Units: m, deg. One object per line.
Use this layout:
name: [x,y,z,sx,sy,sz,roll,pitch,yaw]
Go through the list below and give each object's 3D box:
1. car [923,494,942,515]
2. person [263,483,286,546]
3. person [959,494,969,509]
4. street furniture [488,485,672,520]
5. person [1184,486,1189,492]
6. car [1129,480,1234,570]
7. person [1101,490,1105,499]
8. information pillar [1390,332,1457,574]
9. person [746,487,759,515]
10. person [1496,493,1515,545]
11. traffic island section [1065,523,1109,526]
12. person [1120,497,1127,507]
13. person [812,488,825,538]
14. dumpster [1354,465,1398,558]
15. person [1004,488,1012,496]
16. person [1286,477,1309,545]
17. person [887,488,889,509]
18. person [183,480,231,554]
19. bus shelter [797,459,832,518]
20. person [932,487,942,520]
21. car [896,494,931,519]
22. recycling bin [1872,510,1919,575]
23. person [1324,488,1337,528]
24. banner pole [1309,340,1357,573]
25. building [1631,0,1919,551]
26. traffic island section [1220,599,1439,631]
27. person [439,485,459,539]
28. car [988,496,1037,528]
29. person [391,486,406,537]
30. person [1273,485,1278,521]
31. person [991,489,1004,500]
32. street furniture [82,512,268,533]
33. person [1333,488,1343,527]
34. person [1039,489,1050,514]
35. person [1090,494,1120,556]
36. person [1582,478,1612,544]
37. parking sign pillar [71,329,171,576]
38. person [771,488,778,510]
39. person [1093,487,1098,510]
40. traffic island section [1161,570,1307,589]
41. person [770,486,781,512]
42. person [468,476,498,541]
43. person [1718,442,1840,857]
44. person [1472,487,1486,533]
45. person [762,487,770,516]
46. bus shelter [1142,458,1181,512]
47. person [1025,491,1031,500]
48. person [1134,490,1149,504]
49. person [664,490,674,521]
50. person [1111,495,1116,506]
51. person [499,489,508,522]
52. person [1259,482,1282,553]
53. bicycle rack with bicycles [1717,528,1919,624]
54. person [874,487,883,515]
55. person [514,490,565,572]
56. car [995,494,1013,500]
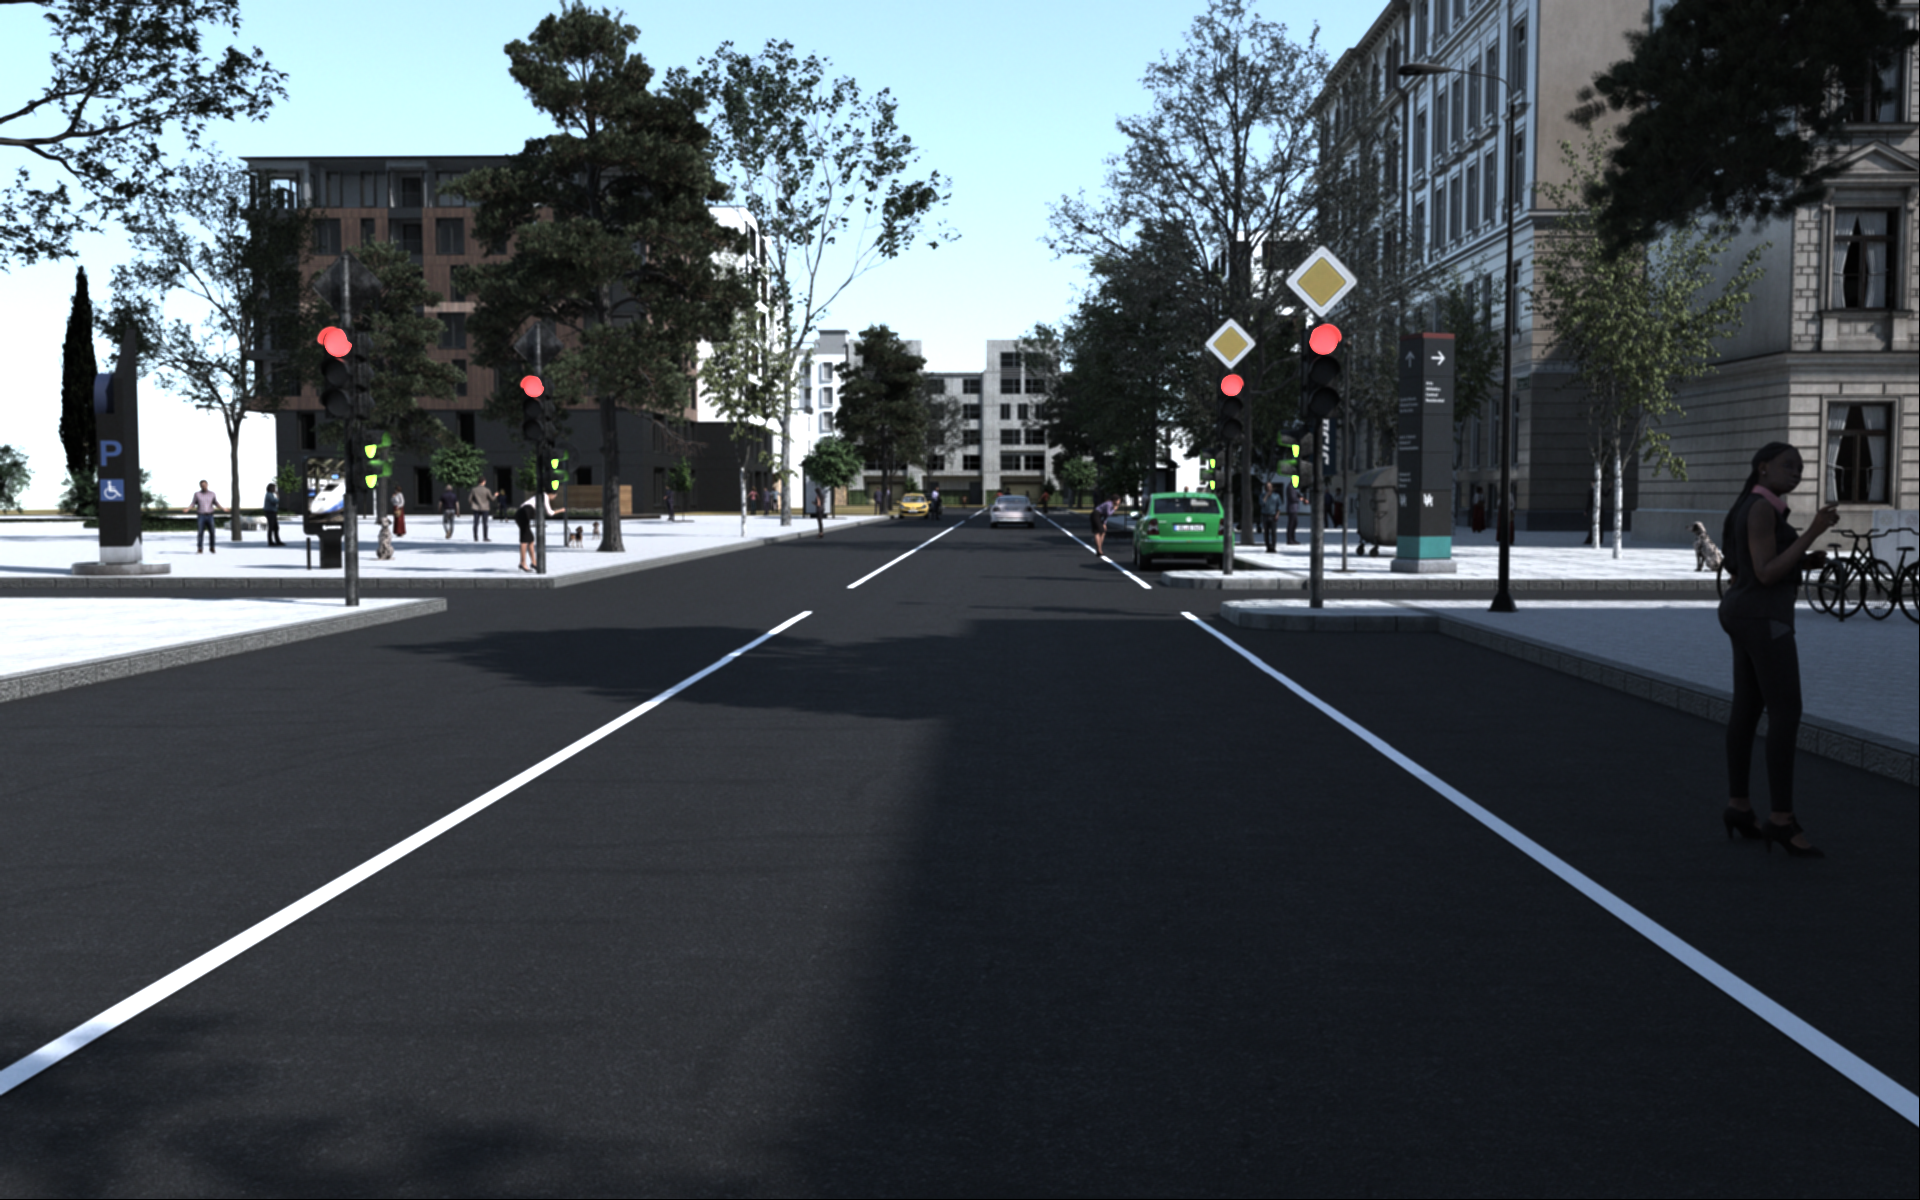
car: [-2.200,-6.742,120.019,2.009,1.686,4.222,0,4,3]
person: [-16.854,-2.093,42.477,0.429,1.552,0.499,0,4,8]
person: [0.400,-9.276,163.425,1.065,1.426,0.557,0,4,1]
street furniture: [-20.532,-4.980,88.283,9.812,1.723,11.010,1,4,20]
person: [7.534,-3.029,57.844,0.482,1.546,0.388,1,4,23]
car: [4.321,-1.534,33.883,1.959,1.807,4.718,0,4,4]
person: [12.422,-8.714,149.336,0.721,1.723,1.217,0,4,2]
information pillar: [7.567,-2.372,28.168,0.750,3.857,0.750,-1,4,-21]
person: [-12.747,-6.083,106.227,0.721,1.743,1.217,3,4,39]
person: [13.717,-2.138,43.468,0.387,1.526,0.523,-2,4,-35]
traffic island section: [5.790,-3.441,79.123,1.991,0.108,1.994,0,4,2]
person: [16.520,-10.243,176.775,1.065,1.426,0.557,2,4,31]
person: [-4.621,-2.845,56.492,0.415,1.643,0.593,-1,4,-20]
dumpster: [8.874,-1.820,35.512,1.264,1.857,1.865,0,4,2]
person: [2.654,-5.045,91.433,0.568,1.767,0.683,3,4,38]
person: [8.522,-2.281,43.793,0.568,1.767,0.683,1,4,10]
person: [-6.069,-8.732,148.674,0.599,1.838,0.709,-2,4,-34]
person: [-16.201,-1.784,37.169,0.963,1.587,0.435,-3,4,-37]
bus shelter: [-7.535,-6.162,94.679,2.014,3.302,5.546,0,4,2]
person: [-1.233,-5.310,95.192,0.599,1.838,0.709,2,4,34]
car: [-2.689,-5.560,101.137,2.015,1.641,3.980,0,4,0]
recycling bin: [15.085,-0.937,27.869,0.722,1.027,0.722,2,4,27]
person: [13.833,-3.442,65.010,0.574,1.496,0.600,0,4,4]
banner pole: [6.083,-2.342,28.315,0.863,3.779,0.401,0,4,-4]
building: [27.587,-10.888,42.645,19.286,19.102,10.561,0,4,2]
traffic island section: [4.044,0.167,19.555,2.009,0.180,2.903,0,4,2]
person: [-14.733,-2.536,49.713,0.569,1.553,0.471,1,4,8]
car: [2.237,-3.752,73.700,2.083,1.381,4.827,0,4,2]
person: [-16.864,-2.663,52.048,0.387,1.526,0.523,-3,5,-40]
person: [14.984,-4.634,82.720,0.541,1.710,0.530,-1,4,-14]
person: [3.198,-8.154,141.748,1.348,1.831,0.705,-1,4,-17]
street furniture: [-28.127,-2.863,62.438,5.734,0.657,10.072,-2,4,-31]
person: [15.015,-3.666,68.443,0.523,1.526,0.387,0,4,6]
person: [6.262,-7.292,127.681,0.705,1.831,1.348,3,4,38]
person: [3.318,-1.708,39.657,0.697,1.427,0.421,0,4,7]
person: [16.345,-2.295,44.368,0.742,1.727,0.445,-3,4,-36]
parking sign pillar: [-13.450,-2.398,27.676,1.447,3.967,1.447,-1,4,-16]
person: [-13.717,-7.409,127.851,0.551,1.740,0.621,-2,4,-32]
person: [8.454,-6.179,107.981,0.530,1.710,0.541,3,4,37]
traffic island section: [4.278,-0.321,27.536,2.009,0.180,2.903,0,4,2]
person: [-13.090,-7.128,122.568,1.348,1.826,0.705,-1,4,-21]
person: [-12.950,-2.479,47.112,0.617,1.759,0.750,1,4,11]
person: [3.348,0.179,7.040,0.415,1.643,0.593,-2,4,-27]
person: [17.246,-3.002,57.600,0.387,1.526,0.523,-2,4,-29]
person: [-11.499,-5.860,102.772,0.541,1.710,0.530,-2,4,-32]
bus shelter: [11.435,-6.467,99.651,2.014,3.302,5.546,0,4,2]
person: [5.835,-8.733,152.012,0.721,1.735,1.217,-2,4,-35]
person: [7.436,-3.674,69.302,0.799,1.438,0.628,-3,5,-40]
person: [-14.118,-4.734,83.894,0.683,1.767,0.568,3,5,39]
person: [15.076,-9.928,169.837,0.593,1.643,0.415,-1,4,-11]
person: [-20.737,-4.288,78.701,0.613,1.512,0.480,2,4,34]
person: [6.771,-1.804,37.748,0.499,1.552,0.429,3,4,36]
bicycle rack with bicycles: [9.630,-0.290,18.118,2.852,0.926,2.925,0,4,2]
person: [-4.970,-6.021,105.407,0.541,1.710,0.530,0,4,4]
person: [-6.991,-1.191,28.705,0.628,1.438,0.799,1,4,15]
car: [4.174,-8.895,157.235,2.131,1.459,4.920,0,4,3]
